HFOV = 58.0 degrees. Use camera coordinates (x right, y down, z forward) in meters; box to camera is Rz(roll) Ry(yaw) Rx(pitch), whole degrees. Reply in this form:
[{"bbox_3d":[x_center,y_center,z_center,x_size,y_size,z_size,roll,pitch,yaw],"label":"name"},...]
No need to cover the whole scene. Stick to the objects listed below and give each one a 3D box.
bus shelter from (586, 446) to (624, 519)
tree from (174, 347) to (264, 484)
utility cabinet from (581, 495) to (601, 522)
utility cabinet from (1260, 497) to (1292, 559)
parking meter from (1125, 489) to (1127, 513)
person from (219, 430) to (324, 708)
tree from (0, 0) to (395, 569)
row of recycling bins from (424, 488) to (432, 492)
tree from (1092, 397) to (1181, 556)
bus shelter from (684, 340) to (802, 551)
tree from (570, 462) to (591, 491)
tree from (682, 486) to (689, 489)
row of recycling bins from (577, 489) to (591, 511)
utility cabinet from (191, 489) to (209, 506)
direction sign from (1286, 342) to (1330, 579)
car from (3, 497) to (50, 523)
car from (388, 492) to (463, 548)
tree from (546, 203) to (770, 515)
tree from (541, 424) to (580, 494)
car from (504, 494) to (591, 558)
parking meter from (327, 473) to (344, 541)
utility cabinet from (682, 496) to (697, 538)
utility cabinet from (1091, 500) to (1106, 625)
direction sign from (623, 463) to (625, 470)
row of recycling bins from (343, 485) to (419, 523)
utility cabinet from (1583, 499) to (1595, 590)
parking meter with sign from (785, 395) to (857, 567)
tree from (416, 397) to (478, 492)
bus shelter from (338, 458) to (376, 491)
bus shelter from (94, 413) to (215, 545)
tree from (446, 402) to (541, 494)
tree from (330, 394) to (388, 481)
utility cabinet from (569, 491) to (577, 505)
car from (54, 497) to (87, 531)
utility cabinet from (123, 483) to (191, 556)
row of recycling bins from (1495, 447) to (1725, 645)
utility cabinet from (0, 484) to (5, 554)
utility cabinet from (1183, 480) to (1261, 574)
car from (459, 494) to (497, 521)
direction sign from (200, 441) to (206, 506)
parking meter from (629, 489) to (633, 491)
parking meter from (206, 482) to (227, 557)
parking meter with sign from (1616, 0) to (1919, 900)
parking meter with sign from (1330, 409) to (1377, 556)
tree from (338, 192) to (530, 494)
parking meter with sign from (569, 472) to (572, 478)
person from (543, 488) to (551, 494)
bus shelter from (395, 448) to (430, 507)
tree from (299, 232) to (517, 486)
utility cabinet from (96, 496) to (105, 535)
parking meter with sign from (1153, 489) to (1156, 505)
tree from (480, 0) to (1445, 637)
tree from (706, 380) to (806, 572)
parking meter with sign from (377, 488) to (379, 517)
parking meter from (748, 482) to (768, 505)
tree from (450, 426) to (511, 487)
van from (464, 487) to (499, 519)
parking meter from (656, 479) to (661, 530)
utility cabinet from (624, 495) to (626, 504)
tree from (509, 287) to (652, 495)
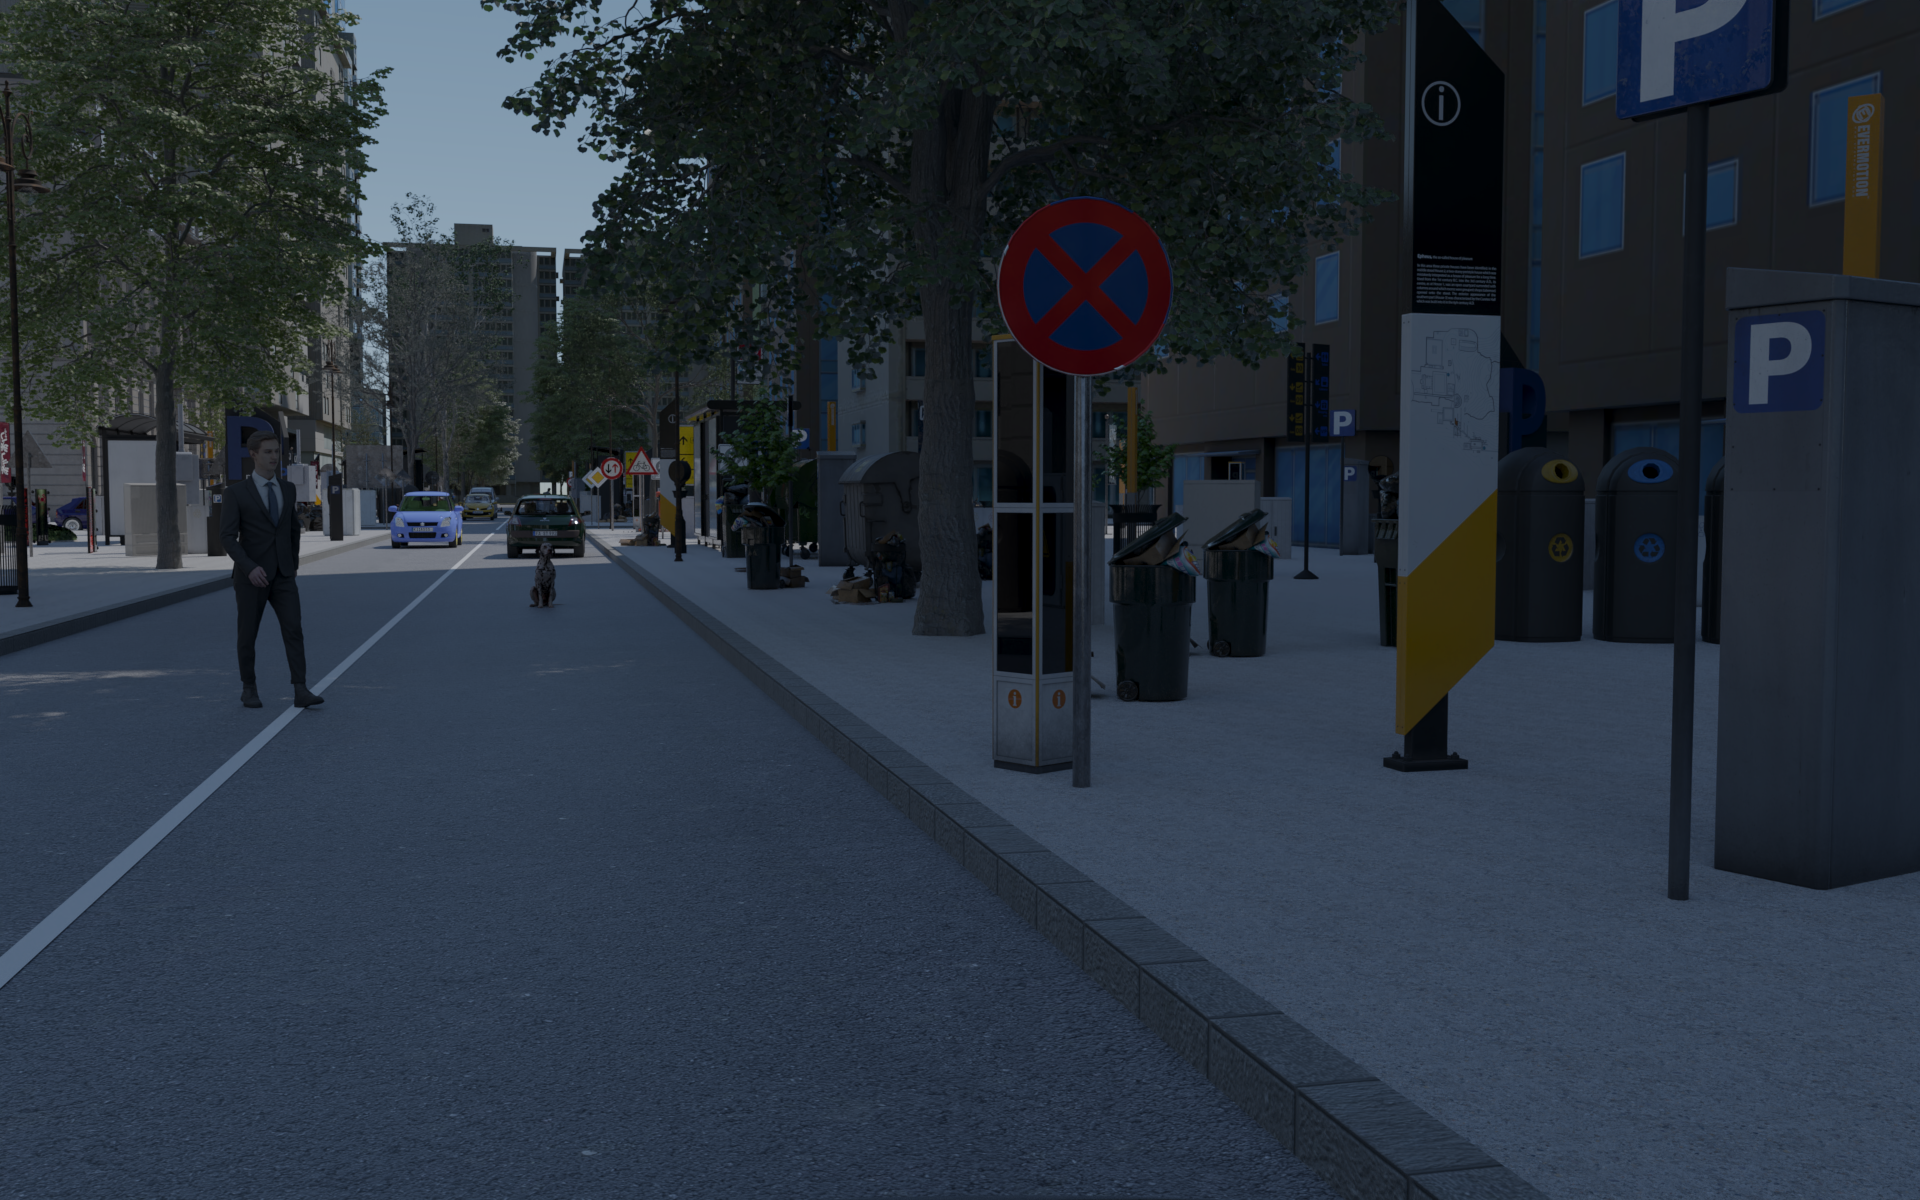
[{"bbox_3d":[-17.824,-5.855,87.006,1.731,3.624,6.357,-1,4,-14],"label":"bus shelter"},{"bbox_3d":[-37.187,-8.348,86.846,4.737,8.622,4.395,0,3,0],"label":"tree"},{"bbox_3d":[-17.107,-4.230,80.326,1.020,1.237,0.306,2,4,34],"label":"utility cabinet"},{"bbox_3d":[6.013,-1.408,34.190,1.020,1.237,0.306,0,4,-1],"label":"utility cabinet"},{"bbox_3d":[7.573,-4.404,77.711,0.255,1.863,0.399,-3,4,-37],"label":"parking meter"},{"bbox_3d":[-4.579,-0.201,11.562,0.755,1.850,0.659,3,5,40],"label":"person"},{"bbox_3d":[-13.186,-6.806,29.412,7.486,12.596,7.792,0,3,0],"label":"tree"},{"bbox_3d":[-34.815,-6.333,110.661,1.069,1.692,3.534,-3,5,-44],"label":"row of recycling bins"},{"bbox_3d":[3.669,-2.444,34.562,1.663,3.219,1.824,0,3,0],"label":"tree"},{"bbox_3d":[-5.587,-3.987,42.823,2.179,5.291,8.768,-1,4,-14],"label":"bus shelter"},{"bbox_3d":[-22.317,-6.596,102.442,1.663,3.219,1.824,0,3,0],"label":"tree"},{"bbox_3d":[-18.569,-7.764,110.661,4.285,4.588,4.351,0,3,0],"label":"tree"},{"bbox_3d":[-22.857,-6.269,109.614,1.069,1.692,3.534,2,4,29],"label":"row of recycling bins"},{"bbox_3d":[-33.604,-4.178,76.988,1.173,1.500,0.318,-3,5,-41],"label":"utility cabinet"},{"bbox_3d":[5.233,-2.085,26.084,0.876,3.537,0.379,-2,4,-35],"label":"direction sign"},{"bbox_3d":[-35.001,-3.040,62.283,3.894,1.354,1.945,-1,4,-16],"label":"car"},{"bbox_3d":[-14.479,-2.293,47.075,1.945,1.707,3.694,-1,4,-13],"label":"car"},{"bbox_3d":[-9.536,-7.380,55.084,7.601,10.594,8.767,-1,4,-15],"label":"tree"},{"bbox_3d":[-43.826,-16.198,190.591,9.928,11.665,9.643,0,3,0],"label":"tree"},{"bbox_3d":[-9.606,-1.866,40.300,2.009,1.686,4.222,-1,4,-12],"label":"car"},{"bbox_3d":[-17.125,-2.554,47.467,0.399,1.863,0.255,-1,4,-20],"label":"parking meter"},{"bbox_3d":[-7.706,-2.401,50.425,1.020,1.237,0.306,2,4,25],"label":"utility cabinet"},{"bbox_3d":[0.902,-0.355,16.965,1.020,1.237,0.306,-1,4,-18],"label":"utility cabinet"},{"bbox_3d":[-24.960,-8.279,127.359,0.876,3.537,0.379,2,4,25],"label":"direction sign"},{"bbox_3d":[-25.569,-4.217,76.056,3.534,1.692,1.069,-1,4,-18],"label":"row of recycling bins"},{"bbox_3d":[8.408,-0.743,23.308,1.020,1.237,0.306,-2,4,-35],"label":"utility cabinet"},{"bbox_3d":[-2.172,-2.107,30.711,1.738,3.016,0.543,0,4,-7],"label":"parking meter with sign"},{"bbox_3d":[-37.425,-10.716,125.575,4.360,8.622,3.978,0,3,0],"label":"tree"},{"bbox_3d":[-31.725,-6.013,92.233,2.014,3.302,5.546,-1,4,-14],"label":"bus shelter"},{"bbox_3d":[-21.276,-3.179,45.896,2.014,3.302,5.546,-1,4,-14],"label":"bus shelter"},{"bbox_3d":[-50.427,-15.450,178.361,9.928,11.665,9.643,0,3,0],"label":"tree"},{"bbox_3d":[-42.523,-10.534,122.587,4.360,8.622,3.978,0,3,0],"label":"tree"},{"bbox_3d":[-28.317,-7.305,128.108,1.173,1.500,0.318,2,4,24],"label":"utility cabinet"},{"bbox_3d":[-30.444,-3.059,62.601,3.894,1.354,1.945,-1,4,-12],"label":"car"},{"bbox_3d":[-16.522,-1.647,35.604,0.318,1.500,1.173,3,4,37],"label":"utility cabinet"},{"bbox_3d":[6.368,-0.484,15.030,3.534,1.692,1.069,1,4,14],"label":"row of recycling bins"},{"bbox_3d":[-20.872,-1.735,37.045,1.173,1.500,0.318,3,5,40],"label":"utility cabinet"},{"bbox_3d":[4.126,-1.139,27.303,1.173,1.500,0.318,2,4,28],"label":"utility cabinet"},{"bbox_3d":[-26.397,-5.176,94.853,2.015,1.641,3.980,-1,4,-15],"label":"car"},{"bbox_3d":[-32.322,-5.016,74.003,0.379,3.537,0.876,-1,4,-12],"label":"direction sign"},{"bbox_3d":[-27.181,-8.399,143.027,0.255,1.863,0.399,0,4,6],"label":"parking meter"},{"bbox_3d":[-15.322,-1.668,35.683,0.372,1.533,0.369,0,3,0],"label":"parking meter"},{"bbox_3d":[2.982,-0.586,5.834,1.738,3.016,0.543,-2,4,-32],"label":"parking meter with sign"},{"bbox_3d":[8.362,-2.465,36.564,0.543,3.016,1.738,2,4,33],"label":"parking meter with sign"},{"bbox_3d":[-34.632,-15.641,111.623,12.611,20.169,13.585,0,3,0],"label":"tree"},{"bbox_3d":[-29.475,-8.450,134.412,0.543,3.016,1.738,2,4,35],"label":"parking meter with sign"},{"bbox_3d":[-24.186,-5.671,101.406,0.592,1.802,0.473,1,4,9],"label":"person"},{"bbox_3d":[-28.791,-6.074,90.592,1.731,3.624,6.357,-1,4,-14],"label":"bus shelter"},{"bbox_3d":[-25.727,-10.439,81.052,12.009,13.543,11.850,0,3,0],"label":"tree"},{"bbox_3d":[-26.864,-2.625,54.076,1.020,1.237,0.306,3,5,40],"label":"utility cabinet"},{"bbox_3d":[6.967,-3.880,59.700,0.543,3.016,1.738,2,4,23],"label":"parking meter with sign"},{"bbox_3d":[0.009,-6.659,15.529,9.857,13.997,8.962,0,3,0],"label":"tree"},{"bbox_3d":[-3.365,-2.083,28.654,1.663,3.219,1.824,0,3,0],"label":"tree"},{"bbox_3d":[-32.917,-6.056,95.274,1.738,3.016,0.543,-1,4,-15],"label":"parking meter with sign"},{"bbox_3d":[-3.870,-1.515,33.174,0.372,1.533,0.369,0,3,0],"label":"parking meter"},{"bbox_3d":[-55.576,-16.205,199.367,8.767,10.594,7.601,1,4,12],"label":"tree"},{"bbox_3d":[-28.203,-5.820,102.173,2.013,2.044,4.112,-1,4,-13],"label":"van"},{"bbox_3d":[-10.928,-3.471,62.465,0.255,1.863,0.399,2,4,30],"label":"parking meter"},{"bbox_3d":[-20.372,-5.690,104.196,1.020,1.237,0.306,-3,5,-43],"label":"utility cabinet"},{"bbox_3d":[-20.298,-10.775,94.305,7.486,12.596,7.792,0,3,0],"label":"tree"}]
